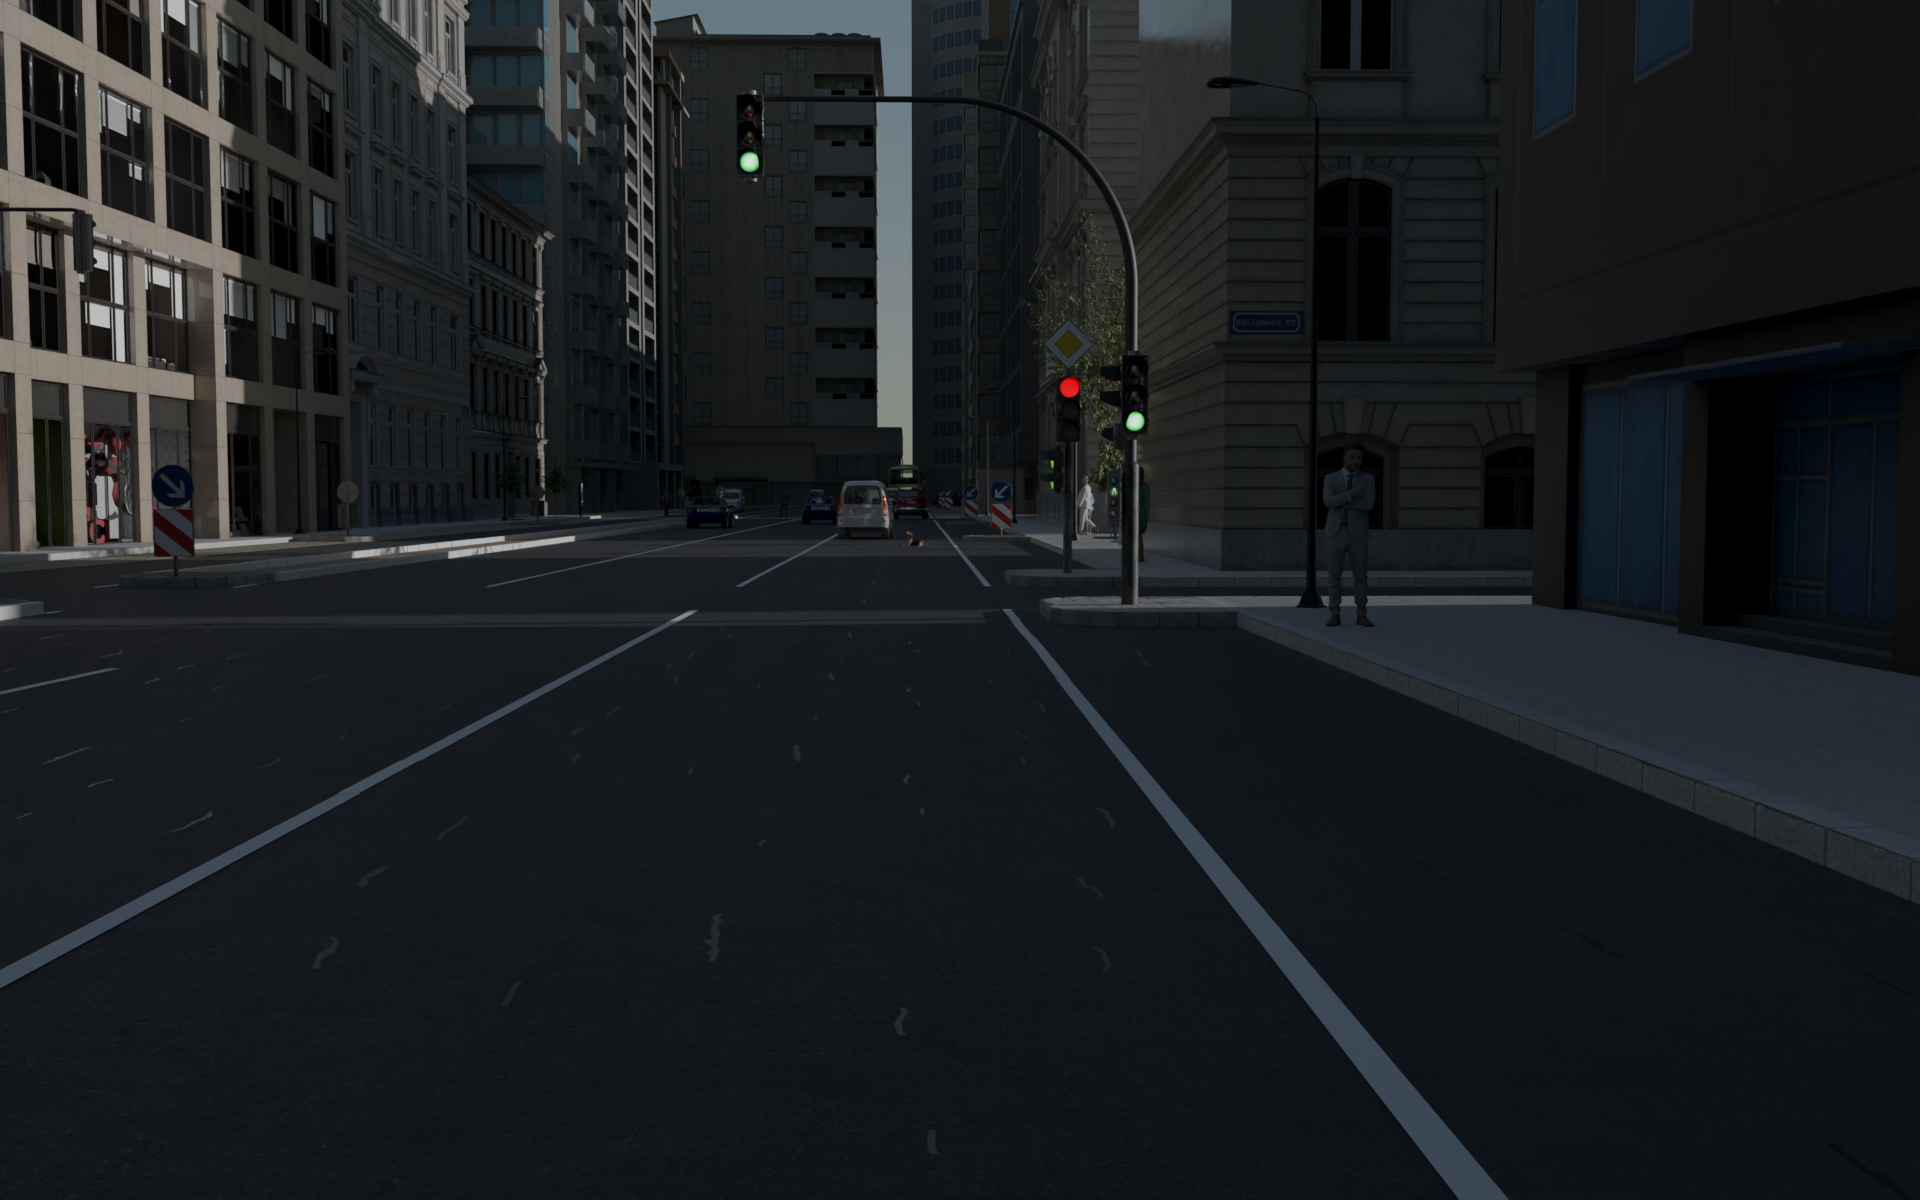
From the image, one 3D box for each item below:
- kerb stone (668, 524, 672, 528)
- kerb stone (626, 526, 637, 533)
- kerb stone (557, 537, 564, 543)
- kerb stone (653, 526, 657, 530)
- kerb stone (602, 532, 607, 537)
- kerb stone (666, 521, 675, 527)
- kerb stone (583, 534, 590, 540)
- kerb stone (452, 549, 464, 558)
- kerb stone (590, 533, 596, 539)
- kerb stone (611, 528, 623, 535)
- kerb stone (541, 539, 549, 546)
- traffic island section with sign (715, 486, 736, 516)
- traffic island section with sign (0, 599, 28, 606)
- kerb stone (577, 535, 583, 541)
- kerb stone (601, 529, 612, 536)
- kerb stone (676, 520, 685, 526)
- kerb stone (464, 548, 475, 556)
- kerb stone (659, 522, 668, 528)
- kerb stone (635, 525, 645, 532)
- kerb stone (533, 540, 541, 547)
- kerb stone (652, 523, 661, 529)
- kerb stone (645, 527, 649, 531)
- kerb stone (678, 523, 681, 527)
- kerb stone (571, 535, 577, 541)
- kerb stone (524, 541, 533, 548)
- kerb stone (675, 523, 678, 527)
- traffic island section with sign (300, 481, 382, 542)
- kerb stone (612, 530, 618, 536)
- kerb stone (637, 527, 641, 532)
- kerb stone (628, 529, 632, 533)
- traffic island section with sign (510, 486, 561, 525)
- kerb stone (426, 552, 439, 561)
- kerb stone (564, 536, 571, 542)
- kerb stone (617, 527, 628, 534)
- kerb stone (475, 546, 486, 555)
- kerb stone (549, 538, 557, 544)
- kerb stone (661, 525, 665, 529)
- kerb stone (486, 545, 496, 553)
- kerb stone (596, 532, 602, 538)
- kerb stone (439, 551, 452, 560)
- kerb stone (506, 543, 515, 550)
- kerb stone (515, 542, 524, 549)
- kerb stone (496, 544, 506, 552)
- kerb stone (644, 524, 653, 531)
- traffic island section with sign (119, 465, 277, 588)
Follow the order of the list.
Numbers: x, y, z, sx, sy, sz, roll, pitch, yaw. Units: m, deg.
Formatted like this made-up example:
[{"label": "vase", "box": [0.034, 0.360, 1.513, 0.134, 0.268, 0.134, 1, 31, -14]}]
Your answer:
[{"label": "kerb stone", "box": [-12.378, -3.102, 72.966, 0.120, 0.150, 1.000, 0, 4, -2]}, {"label": "kerb stone", "box": [-12.135, -2.541, 63.734, 0.120, 0.150, 1.000, 0, 4, -2]}, {"label": "kerb stone", "box": [-11.766, -1.725, 50.397, 0.120, 0.150, 1.000, 0, 4, -2]}, {"label": "kerb stone", "box": [-12.267, -2.854, 68.855, 0.120, 0.150, 1.000, 0, 4, -2]}, {"label": "kerb stone", "box": [-11.965, -2.163, 57.567, 0.120, 0.150, 1.000, 0, 4, -2]}, {"label": "kerb stone", "box": [-12.407, -3.168, 73.988, 0.120, 0.150, 1.000, 0, 4, -2]}, {"label": "kerb stone", "box": [-11.876, -1.976, 54.496, 0.120, 0.150, 1.000, 0, 4, -2]}, {"label": "kerb stone", "box": [-11.462, -1.030, 39.115, 0.120, 0.150, 1.000, 0, 4, -2]}, {"label": "kerb stone", "box": [-11.907, -2.036, 55.518, 0.120, 0.150, 1.000, 0, 4, -2]}, {"label": "kerb stone", "box": [-12.048, -2.352, 60.645, 0.120, 0.150, 1.000, 0, 4, -2]}, {"label": "kerb stone", "box": [-11.711, -1.600, 48.351, 0.120, 0.150, 1.000, 0, 4, -2]}, {"label": "traffic island section with sign", "box": [-14.231, -5.774, 102.541, 2.006, 1.907, 1.989, 0, 4, -2]}, {"label": "traffic island section with sign", "box": [-11.992, -0.727, 20.025, 2.006, 1.907, 1.989, 0, 4, -2]}, {"label": "kerb stone", "box": [-11.859, -1.910, 53.474, 0.120, 0.150, 1.000, 0, 4, -2]}, {"label": "kerb stone", "box": [-12.000, -2.226, 58.597, 0.120, 0.150, 1.000, 0, 4, -2]}, {"label": "kerb stone", "box": [-12.487, -3.356, 77.066, 0.120, 0.150, 1.000, 0, 4, -2]}, {"label": "kerb stone", "box": [-11.491, -1.098, 40.147, 0.120, 0.150, 1.000, 0, 4, -2]}, {"label": "kerb stone", "box": [-12.360, -3.038, 71.939, 0.120, 0.150, 1.000, 0, 4, -2]}, {"label": "kerb stone", "box": [-12.185, -2.666, 65.778, 0.120, 0.150, 1.000, 0, 4, -2]}, {"label": "kerb stone", "box": [-11.683, -1.532, 47.315, 0.120, 0.150, 1.000, 0, 4, -2]}, {"label": "kerb stone", "box": [-12.300, -2.916, 69.877, 0.120, 0.150, 1.000, 0, 4, -2]}, {"label": "kerb stone", "box": [-12.219, -2.728, 66.801, 0.120, 0.150, 1.000, 0, 4, -2]}, {"label": "kerb stone", "box": [-12.470, -3.293, 76.039, 0.120, 0.150, 1.000, 0, 4, -2]}, {"label": "kerb stone", "box": [-11.825, -1.850, 52.448, 0.120, 0.150, 1.000, 0, 4, -2]}, {"label": "kerb stone", "box": [-11.654, -1.471, 46.293, 0.120, 0.150, 1.000, 0, 4, -2]}, {"label": "kerb stone", "box": [-12.436, -3.229, 75.010, 0.120, 0.150, 1.000, 0, 4, -2]}, {"label": "traffic island section with sign", "box": [-18.712, -2.688, 52.573, 1.989, 1.847, 2.006, 0, 4, -2]}, {"label": "kerb stone", "box": [-12.014, -2.287, 59.619, 0.120, 0.150, 1.000, 0, 4, -2]}, {"label": "kerb stone", "box": [-12.165, -2.601, 64.756, 0.120, 0.150, 1.000, 0, 4, -2]}, {"label": "kerb stone", "box": [-12.108, -2.477, 62.695, 0.120, 0.150, 1.000, 0, 4, -2]}, {"label": "traffic island section with sign", "box": [-19.452, -4.337, 79.545, 1.989, 1.847, 2.006, 0, 4, -2]}, {"label": "kerb stone", "box": [-11.406, -0.909, 37.065, 0.120, 0.150, 1.000, 0, 4, -2]}, {"label": "kerb stone", "box": [-11.796, -1.788, 51.425, 0.120, 0.150, 1.000, 0, 4, -2]}, {"label": "kerb stone", "box": [-12.072, -2.415, 61.673, 0.120, 0.150, 1.000, 0, 4, -2]}, {"label": "kerb stone", "box": [-11.518, -1.157, 41.169, 0.120, 0.150, 1.000, 0, 4, -2]}, {"label": "kerb stone", "box": [-11.738, -1.662, 49.375, 0.120, 0.150, 1.000, 0, 4, -2]}, {"label": "kerb stone", "box": [-12.327, -2.980, 70.916, 0.120, 0.150, 1.000, 0, 4, -2]}, {"label": "kerb stone", "box": [-11.547, -1.223, 42.191, 0.120, 0.150, 1.000, 0, 4, -2]}, {"label": "kerb stone", "box": [-11.934, -2.101, 56.540, 0.120, 0.150, 1.000, 0, 4, -2]}, {"label": "kerb stone", "box": [-11.429, -0.971, 38.093, 0.120, 0.150, 1.000, 0, 4, -2]}, {"label": "kerb stone", "box": [-11.605, -1.348, 44.238, 0.120, 0.150, 1.000, 0, 4, -2]}, {"label": "kerb stone", "box": [-11.625, -1.407, 45.266, 0.120, 0.150, 1.000, 0, 4, -2]}, {"label": "kerb stone", "box": [-11.580, -1.286, 43.216, 0.120, 0.150, 1.000, 0, 4, -2]}, {"label": "kerb stone", "box": [-12.243, -2.791, 67.833, 0.120, 0.150, 1.000, 0, 4, -2]}, {"label": "traffic island section with sign", "box": [-12.184, -1.180, 27.430, 2.006, 1.907, 1.989, 0, 4, -2]}]
